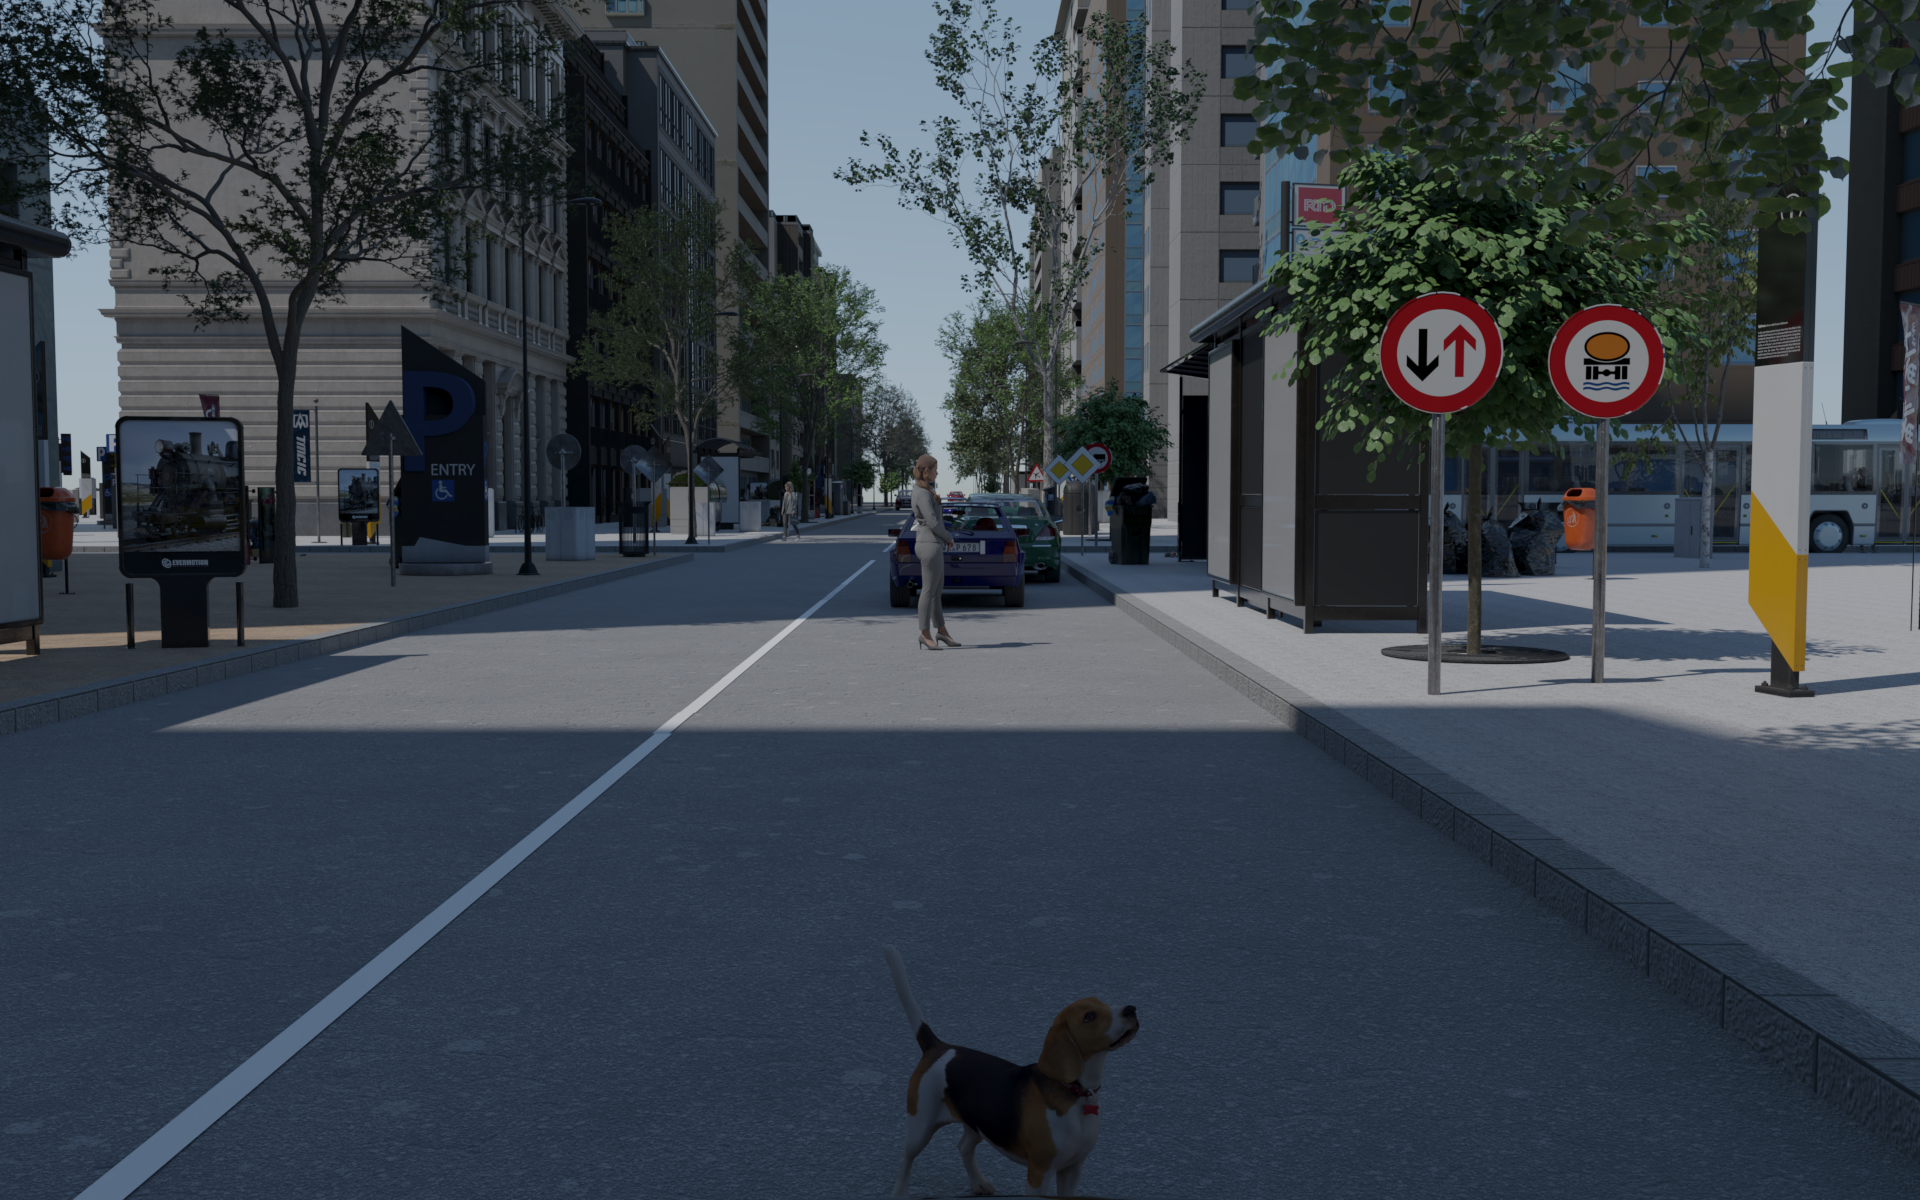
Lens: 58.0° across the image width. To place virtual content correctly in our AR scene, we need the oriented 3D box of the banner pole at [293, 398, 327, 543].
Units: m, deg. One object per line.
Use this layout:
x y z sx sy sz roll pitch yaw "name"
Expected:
-17.047 -3.381 45.295 0.863 3.779 0.401 -1 4 -16 "banner pole"

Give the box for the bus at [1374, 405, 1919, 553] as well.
16.261 -2.710 39.174 13.247 3.499 2.948 0 4 -2 "bus"

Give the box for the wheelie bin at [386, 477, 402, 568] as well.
-9.444 -1.353 30.028 0.693 1.594 0.980 1 4 22 "wheelie bin"

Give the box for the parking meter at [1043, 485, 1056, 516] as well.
2.640 -2.614 51.142 0.372 1.533 0.369 0 3 0 "parking meter"

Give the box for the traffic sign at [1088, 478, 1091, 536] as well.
3.992 -3.247 53.190 0.768 2.556 0.104 1 4 9 "traffic sign"

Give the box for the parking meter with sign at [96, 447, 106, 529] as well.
-31.045 -4.160 64.273 0.543 3.016 1.738 2 4 28 "parking meter with sign"

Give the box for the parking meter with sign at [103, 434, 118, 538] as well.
-24.519 -3.351 51.042 0.543 3.016 1.738 0 4 -6 "parking meter with sign"

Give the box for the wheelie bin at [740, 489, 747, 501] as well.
-13.260 -5.917 104.648 0.980 1.594 0.693 1 4 15 "wheelie bin"

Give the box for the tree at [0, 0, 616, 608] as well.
-7.671 -5.172 18.981 8.767 10.594 7.601 0 4 -1 "tree"

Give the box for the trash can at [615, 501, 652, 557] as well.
-6.657 -1.449 35.347 0.748 1.137 0.748 0 3 0 "trash can"

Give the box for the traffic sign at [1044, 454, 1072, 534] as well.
2.515 -2.467 43.977 0.795 2.450 0.064 0 4 0 "traffic sign"

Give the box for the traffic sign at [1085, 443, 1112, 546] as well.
3.382 -2.618 42.913 0.768 2.556 0.104 0 4 4 "traffic sign"

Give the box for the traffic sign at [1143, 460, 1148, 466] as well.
5.164 -3.079 50.345 0.884 2.594 0.081 0 4 2 "traffic sign"

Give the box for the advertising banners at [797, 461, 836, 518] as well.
-7.673 -5.875 92.249 2.074 3.025 0.090 0 4 -6 "advertising banners"

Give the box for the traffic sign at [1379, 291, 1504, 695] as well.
3.033 -0.667 11.004 0.768 2.556 0.104 0 4 6 "traffic sign"

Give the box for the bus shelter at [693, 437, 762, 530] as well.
-8.698 -4.335 64.803 2.014 3.302 5.546 0 4 0 "bus shelter"

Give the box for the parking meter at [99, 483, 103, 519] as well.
-44.284 -5.128 89.550 0.255 1.863 0.399 0 4 2 "parking meter"

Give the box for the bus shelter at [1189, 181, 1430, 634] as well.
3.939 -2.590 19.977 2.179 5.291 8.768 0 4 0 "bus shelter"

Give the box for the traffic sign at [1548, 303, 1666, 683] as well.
4.332 -0.709 11.693 0.768 2.556 0.104 0 4 5 "traffic sign"

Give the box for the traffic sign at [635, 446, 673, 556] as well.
-6.354 -1.978 35.984 0.795 2.450 0.064 0 4 0 "traffic sign"

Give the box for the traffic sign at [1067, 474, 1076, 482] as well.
5.189 -4.788 78.397 0.768 2.556 0.104 0 4 7 "traffic sign"

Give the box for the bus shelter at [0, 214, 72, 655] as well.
-8.136 -1.944 9.418 2.179 5.291 8.768 0 4 0 "bus shelter"

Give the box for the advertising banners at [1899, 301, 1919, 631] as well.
9.281 -1.239 16.453 2.074 3.025 0.090 -3 5 -41 "advertising banners"

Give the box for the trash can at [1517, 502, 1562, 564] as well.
10.139 -1.143 30.342 0.748 1.137 0.748 0 3 0 "trash can"

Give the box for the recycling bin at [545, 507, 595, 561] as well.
-7.549 -1.284 33.550 0.722 1.027 0.722 1 4 18 "recycling bin"

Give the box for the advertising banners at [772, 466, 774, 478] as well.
-11.614 -6.722 106.091 0.090 3.025 2.074 0 4 7 "advertising banners"

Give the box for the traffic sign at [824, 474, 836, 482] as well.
-8.119 -6.612 108.218 0.768 2.556 0.104 0 4 8 "traffic sign"

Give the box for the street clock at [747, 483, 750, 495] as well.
-13.368 -6.502 110.879 0.471 2.002 0.358 -3 5 -40 "street clock"

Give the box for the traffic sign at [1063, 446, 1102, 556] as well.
2.540 -1.979 35.992 0.795 2.450 0.064 0 4 0 "traffic sign"

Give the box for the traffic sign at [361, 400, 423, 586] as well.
-7.874 -1.467 23.995 0.884 2.594 0.081 0 4 7 "traffic sign"

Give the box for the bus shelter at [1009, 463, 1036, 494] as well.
4.159 -7.375 114.501 2.014 3.302 5.546 0 4 0 "bus shelter"

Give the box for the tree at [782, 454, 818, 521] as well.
-7.904 -5.414 83.118 1.663 3.219 1.824 0 3 0 "tree"

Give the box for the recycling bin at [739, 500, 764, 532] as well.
-7.122 -2.829 58.816 0.722 1.027 0.722 0 4 -5 "recycling bin"

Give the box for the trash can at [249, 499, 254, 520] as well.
-19.294 -2.126 46.407 0.748 1.137 0.748 0 3 0 "trash can"

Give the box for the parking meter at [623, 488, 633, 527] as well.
-12.924 -3.609 67.411 0.372 1.533 0.369 0 3 0 "parking meter"

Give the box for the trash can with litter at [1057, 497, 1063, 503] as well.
4.197 -3.549 69.410 1.055 1.170 0.624 3 5 39 "trash can with litter"

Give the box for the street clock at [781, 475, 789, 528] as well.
-6.532 -3.686 64.836 0.358 2.002 0.471 0 4 -7 "street clock"

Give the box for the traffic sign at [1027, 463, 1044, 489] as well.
3.234 -4.469 73.069 0.884 2.594 0.081 0 4 2 "traffic sign"

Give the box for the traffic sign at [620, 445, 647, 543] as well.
-8.480 -2.751 45.092 0.768 2.556 0.104 1 4 9 "traffic sign"

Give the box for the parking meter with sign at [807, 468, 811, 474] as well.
-9.561 -7.422 117.616 1.738 3.016 0.543 -3 5 -43 "parking meter with sign"

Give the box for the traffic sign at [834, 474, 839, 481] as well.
-7.898 -6.682 109.260 0.884 2.594 0.081 0 4 5 "traffic sign"

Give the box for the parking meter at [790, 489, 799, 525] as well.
-6.973 -3.935 72.754 0.372 1.533 0.369 0 3 0 "parking meter"

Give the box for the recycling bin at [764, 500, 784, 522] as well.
-7.755 -3.610 71.578 0.722 1.027 0.722 -3 5 -39 "recycling bin"

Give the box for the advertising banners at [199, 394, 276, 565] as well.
-12.980 -2.143 31.225 0.090 3.025 2.074 1 4 15 "advertising banners"

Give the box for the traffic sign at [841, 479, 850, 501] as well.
-7.581 -6.892 114.809 0.606 2.300 0.079 0 4 8 "traffic sign"

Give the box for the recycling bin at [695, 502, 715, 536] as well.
-7.850 -2.470 52.931 0.722 1.027 0.722 -1 4 -9 "recycling bin"

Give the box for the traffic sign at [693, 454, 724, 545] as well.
-6.379 -2.466 43.969 0.795 2.450 0.064 0 4 0 "traffic sign"

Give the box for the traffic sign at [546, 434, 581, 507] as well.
-8.372 -2.229 36.556 0.768 2.556 0.104 1 4 9 "traffic sign"

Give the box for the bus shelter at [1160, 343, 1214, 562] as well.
4.643 -2.349 29.695 1.731 3.624 6.357 0 4 0 "bus shelter"

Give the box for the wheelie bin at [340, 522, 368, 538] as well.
-17.883 -2.640 51.077 0.980 1.594 0.693 0 4 3 "wheelie bin"

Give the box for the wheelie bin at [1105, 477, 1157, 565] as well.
3.145 -1.448 31.575 0.980 1.594 0.693 -1 4 -20 "wheelie bin"

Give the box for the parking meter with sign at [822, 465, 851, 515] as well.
-7.457 -6.652 105.015 1.738 3.016 0.543 2 4 27 "parking meter with sign"

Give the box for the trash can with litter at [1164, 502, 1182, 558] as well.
5.042 -1.481 35.273 2.233 1.210 1.678 -2 4 -28 "trash can with litter"
